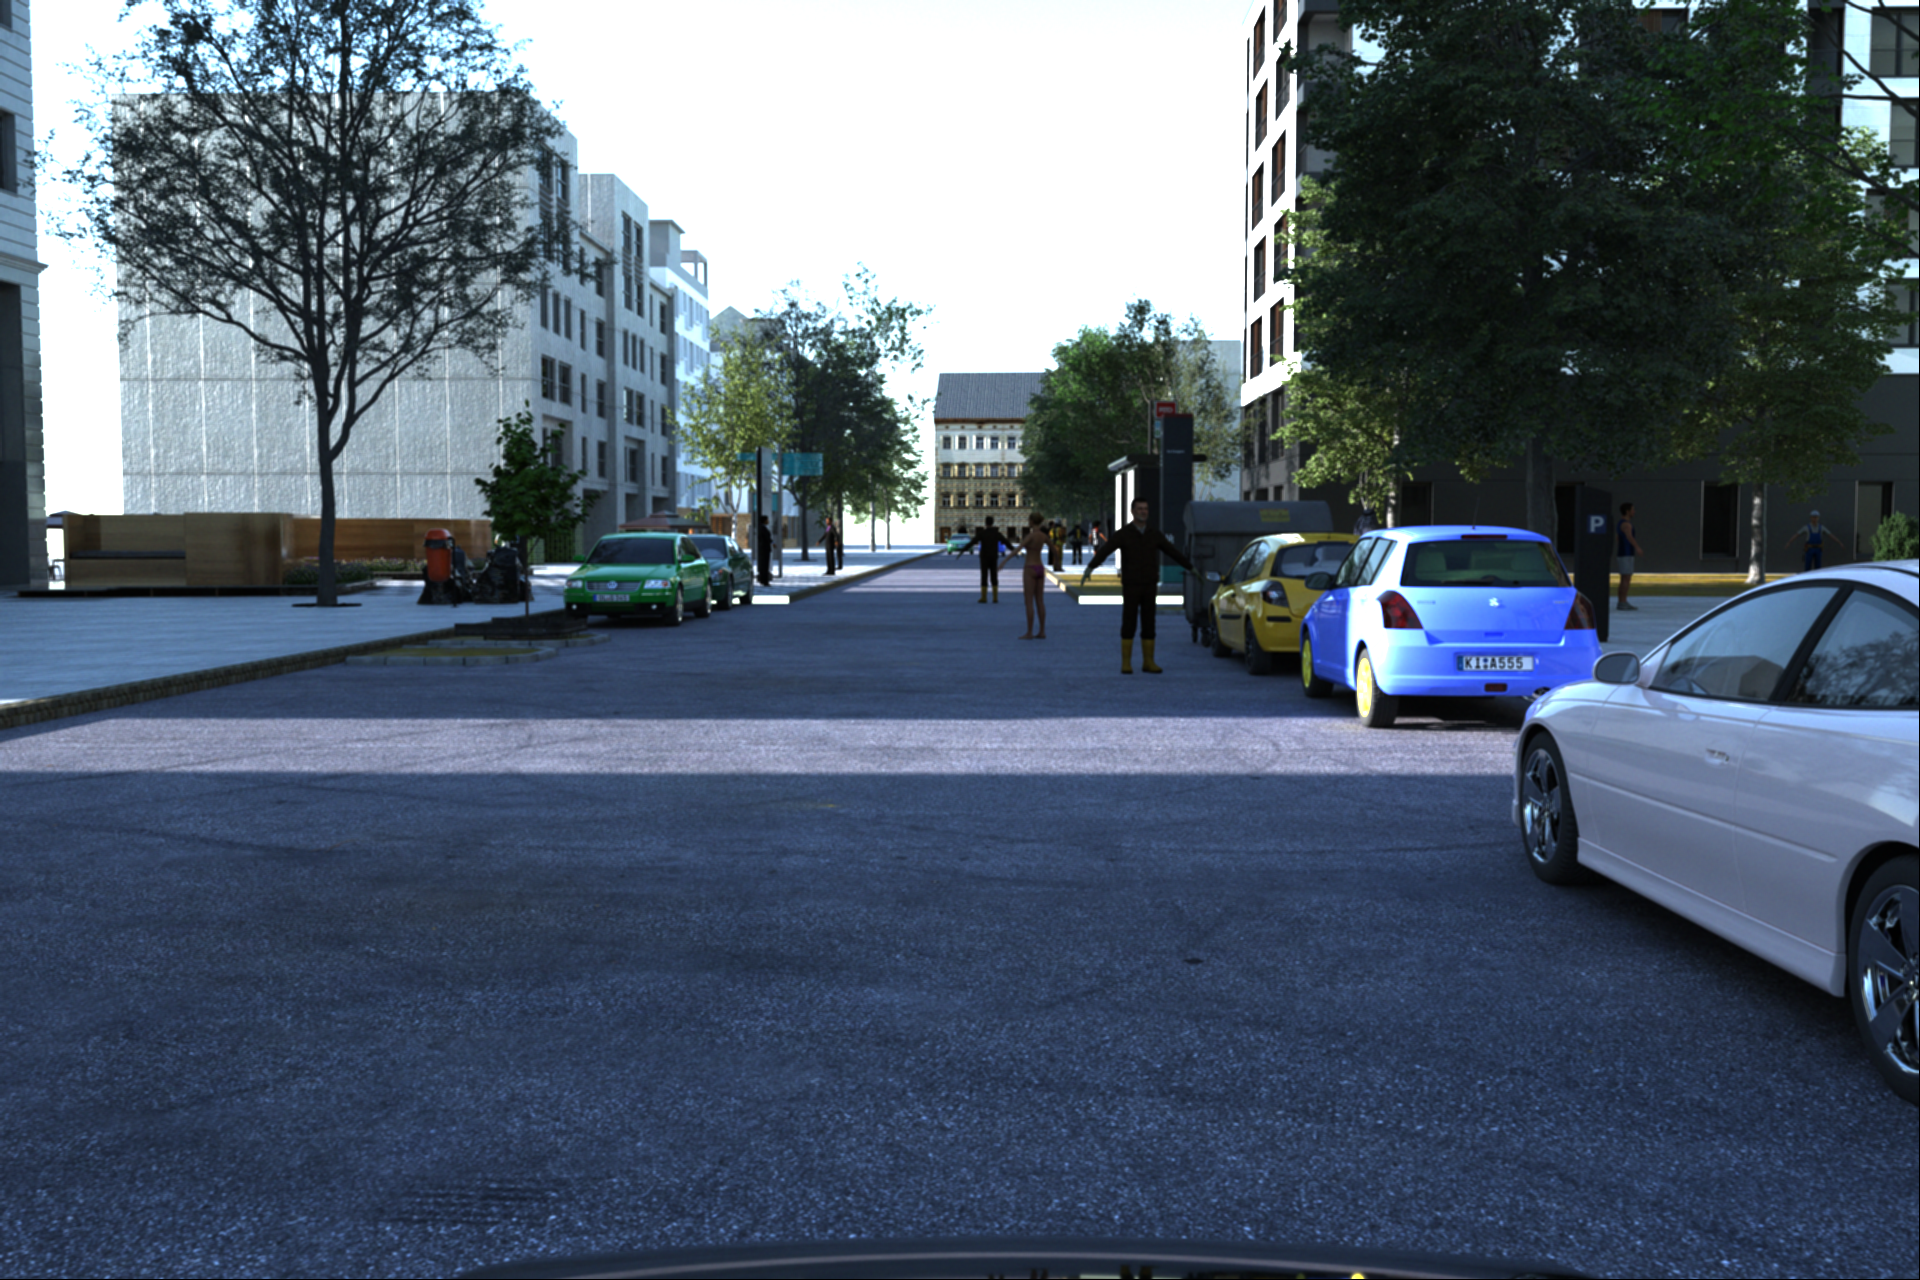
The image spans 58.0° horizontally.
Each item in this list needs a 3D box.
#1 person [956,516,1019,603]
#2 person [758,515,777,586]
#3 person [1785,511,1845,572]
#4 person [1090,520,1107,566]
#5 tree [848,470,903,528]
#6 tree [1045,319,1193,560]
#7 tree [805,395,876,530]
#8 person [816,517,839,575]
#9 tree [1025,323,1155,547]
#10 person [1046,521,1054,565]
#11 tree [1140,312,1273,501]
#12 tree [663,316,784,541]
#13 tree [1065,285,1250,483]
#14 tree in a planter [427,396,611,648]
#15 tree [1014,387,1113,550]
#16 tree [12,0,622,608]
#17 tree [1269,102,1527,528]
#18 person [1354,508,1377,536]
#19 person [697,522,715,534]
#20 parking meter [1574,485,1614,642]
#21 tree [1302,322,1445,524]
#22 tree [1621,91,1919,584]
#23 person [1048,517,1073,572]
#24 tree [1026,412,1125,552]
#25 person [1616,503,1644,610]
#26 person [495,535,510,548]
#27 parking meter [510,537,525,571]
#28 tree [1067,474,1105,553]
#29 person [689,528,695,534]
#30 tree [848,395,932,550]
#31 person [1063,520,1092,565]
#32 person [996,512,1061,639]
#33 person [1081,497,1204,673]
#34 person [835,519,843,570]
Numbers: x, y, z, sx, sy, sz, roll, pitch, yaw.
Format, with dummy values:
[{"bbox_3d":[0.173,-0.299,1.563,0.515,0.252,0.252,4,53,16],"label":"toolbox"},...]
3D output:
[{"bbox_3d":[0.599,-1.683,36.116,1.346,1.812,0.704,-1,4,-15],"label":"person"},{"bbox_3d":[-4.718,-2.192,42.567,0.721,1.740,1.216,-1,4,-21],"label":"person"},{"bbox_3d":[20.593,-2.196,41.767,1.347,1.847,0.705,1,4,11],"label":"person"},{"bbox_3d":[5.508,-3.860,69.252,0.704,1.843,1.345,-2,4,-28],"label":"person"},{"bbox_3d":[-11.046,-19.018,229.065,7.486,12.596,7.792,0,3,0],"label":"tree"},{"bbox_3d":[7.753,-9.732,84.880,9.928,11.665,9.643,0,3,0],"label":"tree"},{"bbox_3d":[-6.796,-8.699,92.597,4.737,8.622,4.395,0,3,0],"label":"tree"},{"bbox_3d":[-4.061,-2.914,53.861,0.704,1.802,1.346,-2,4,-32],"label":"person"},{"bbox_3d":[8.566,-12.044,103.569,9.857,13.997,8.962,0,3,0],"label":"tree"},{"bbox_3d":[3.772,-3.958,70.896,0.705,1.806,1.347,-1,4,-21],"label":"person"},{"bbox_3d":[7.674,-6.584,58.008,4.360,8.622,3.978,0,3,0],"label":"tree"},{"bbox_3d":[-7.783,-6.637,58.883,4.737,8.622,4.395,0,3,0],"label":"tree"},{"bbox_3d":[7.411,-8.012,65.405,7.601,10.594,8.767,1,4,10],"label":"tree"},{"bbox_3d":[-5.691,-1.556,22.661,1.991,3.239,1.994,0,4,2],"label":"tree in a planter"},{"bbox_3d":[8.902,-14.400,142.099,9.857,13.997,8.962,0,3,0],"label":"tree"},{"bbox_3d":[-11.066,-7.334,30.284,12.009,13.543,11.850,0,3,0],"label":"tree"},{"bbox_3d":[11.551,-7.716,44.284,7.486,12.596,7.792,0,3,0],"label":"tree"},{"bbox_3d":[7.236,-1.476,30.841,0.551,1.740,0.621,3,5,45],"label":"person"},{"bbox_3d":[-10.259,-3.904,70.100,1.348,1.796,0.705,0,4,7],"label":"person"},{"bbox_3d":[7.533,-0.911,20.600,0.399,1.863,0.255,0,4,1],"label":"parking meter"},{"bbox_3d":[12.226,-6.145,50.828,4.737,8.622,4.395,0,3,0],"label":"tree"},{"bbox_3d":[20.807,-7.763,45.050,7.486,12.596,7.792,0,3,0],"label":"tree"},{"bbox_3d":[3.368,-3.262,59.098,0.705,1.858,1.354,-2,4,-34],"label":"person"},{"bbox_3d":[8.803,-11.759,126.666,8.767,10.594,7.601,-2,4,-26],"label":"tree"},{"bbox_3d":[11.295,-1.415,29.306,0.704,1.807,1.345,1,4,9],"label":"person"},{"bbox_3d":[-18.022,-3.844,69.039,0.705,1.806,1.347,2,4,35],"label":"person"},{"bbox_3d":[-9.096,-1.663,35.607,0.372,1.533,0.369,0,3,0],"label":"parking meter"},{"bbox_3d":[8.810,-10.215,117.374,4.737,8.622,4.395,0,3,0],"label":"tree"},{"bbox_3d":[-7.186,-2.288,46.682,0.991,1.433,0.599,-2,4,-31],"label":"person"},{"bbox_3d":[-6.321,-13.697,142.070,7.486,12.596,7.792,0,3,0],"label":"tree"},{"bbox_3d":[4.942,-4.115,73.058,1.354,1.856,0.705,-1,4,-9],"label":"person"},{"bbox_3d":[0.965,-0.885,23.724,1.217,1.733,0.721,-3,5,-44],"label":"person"},{"bbox_3d":[1.859,-0.567,17.860,1.346,1.812,0.704,-1,4,-15],"label":"person"},{"bbox_3d":[-4.362,-3.420,62.050,0.705,1.813,1.348,0,4,2],"label":"person"}]
